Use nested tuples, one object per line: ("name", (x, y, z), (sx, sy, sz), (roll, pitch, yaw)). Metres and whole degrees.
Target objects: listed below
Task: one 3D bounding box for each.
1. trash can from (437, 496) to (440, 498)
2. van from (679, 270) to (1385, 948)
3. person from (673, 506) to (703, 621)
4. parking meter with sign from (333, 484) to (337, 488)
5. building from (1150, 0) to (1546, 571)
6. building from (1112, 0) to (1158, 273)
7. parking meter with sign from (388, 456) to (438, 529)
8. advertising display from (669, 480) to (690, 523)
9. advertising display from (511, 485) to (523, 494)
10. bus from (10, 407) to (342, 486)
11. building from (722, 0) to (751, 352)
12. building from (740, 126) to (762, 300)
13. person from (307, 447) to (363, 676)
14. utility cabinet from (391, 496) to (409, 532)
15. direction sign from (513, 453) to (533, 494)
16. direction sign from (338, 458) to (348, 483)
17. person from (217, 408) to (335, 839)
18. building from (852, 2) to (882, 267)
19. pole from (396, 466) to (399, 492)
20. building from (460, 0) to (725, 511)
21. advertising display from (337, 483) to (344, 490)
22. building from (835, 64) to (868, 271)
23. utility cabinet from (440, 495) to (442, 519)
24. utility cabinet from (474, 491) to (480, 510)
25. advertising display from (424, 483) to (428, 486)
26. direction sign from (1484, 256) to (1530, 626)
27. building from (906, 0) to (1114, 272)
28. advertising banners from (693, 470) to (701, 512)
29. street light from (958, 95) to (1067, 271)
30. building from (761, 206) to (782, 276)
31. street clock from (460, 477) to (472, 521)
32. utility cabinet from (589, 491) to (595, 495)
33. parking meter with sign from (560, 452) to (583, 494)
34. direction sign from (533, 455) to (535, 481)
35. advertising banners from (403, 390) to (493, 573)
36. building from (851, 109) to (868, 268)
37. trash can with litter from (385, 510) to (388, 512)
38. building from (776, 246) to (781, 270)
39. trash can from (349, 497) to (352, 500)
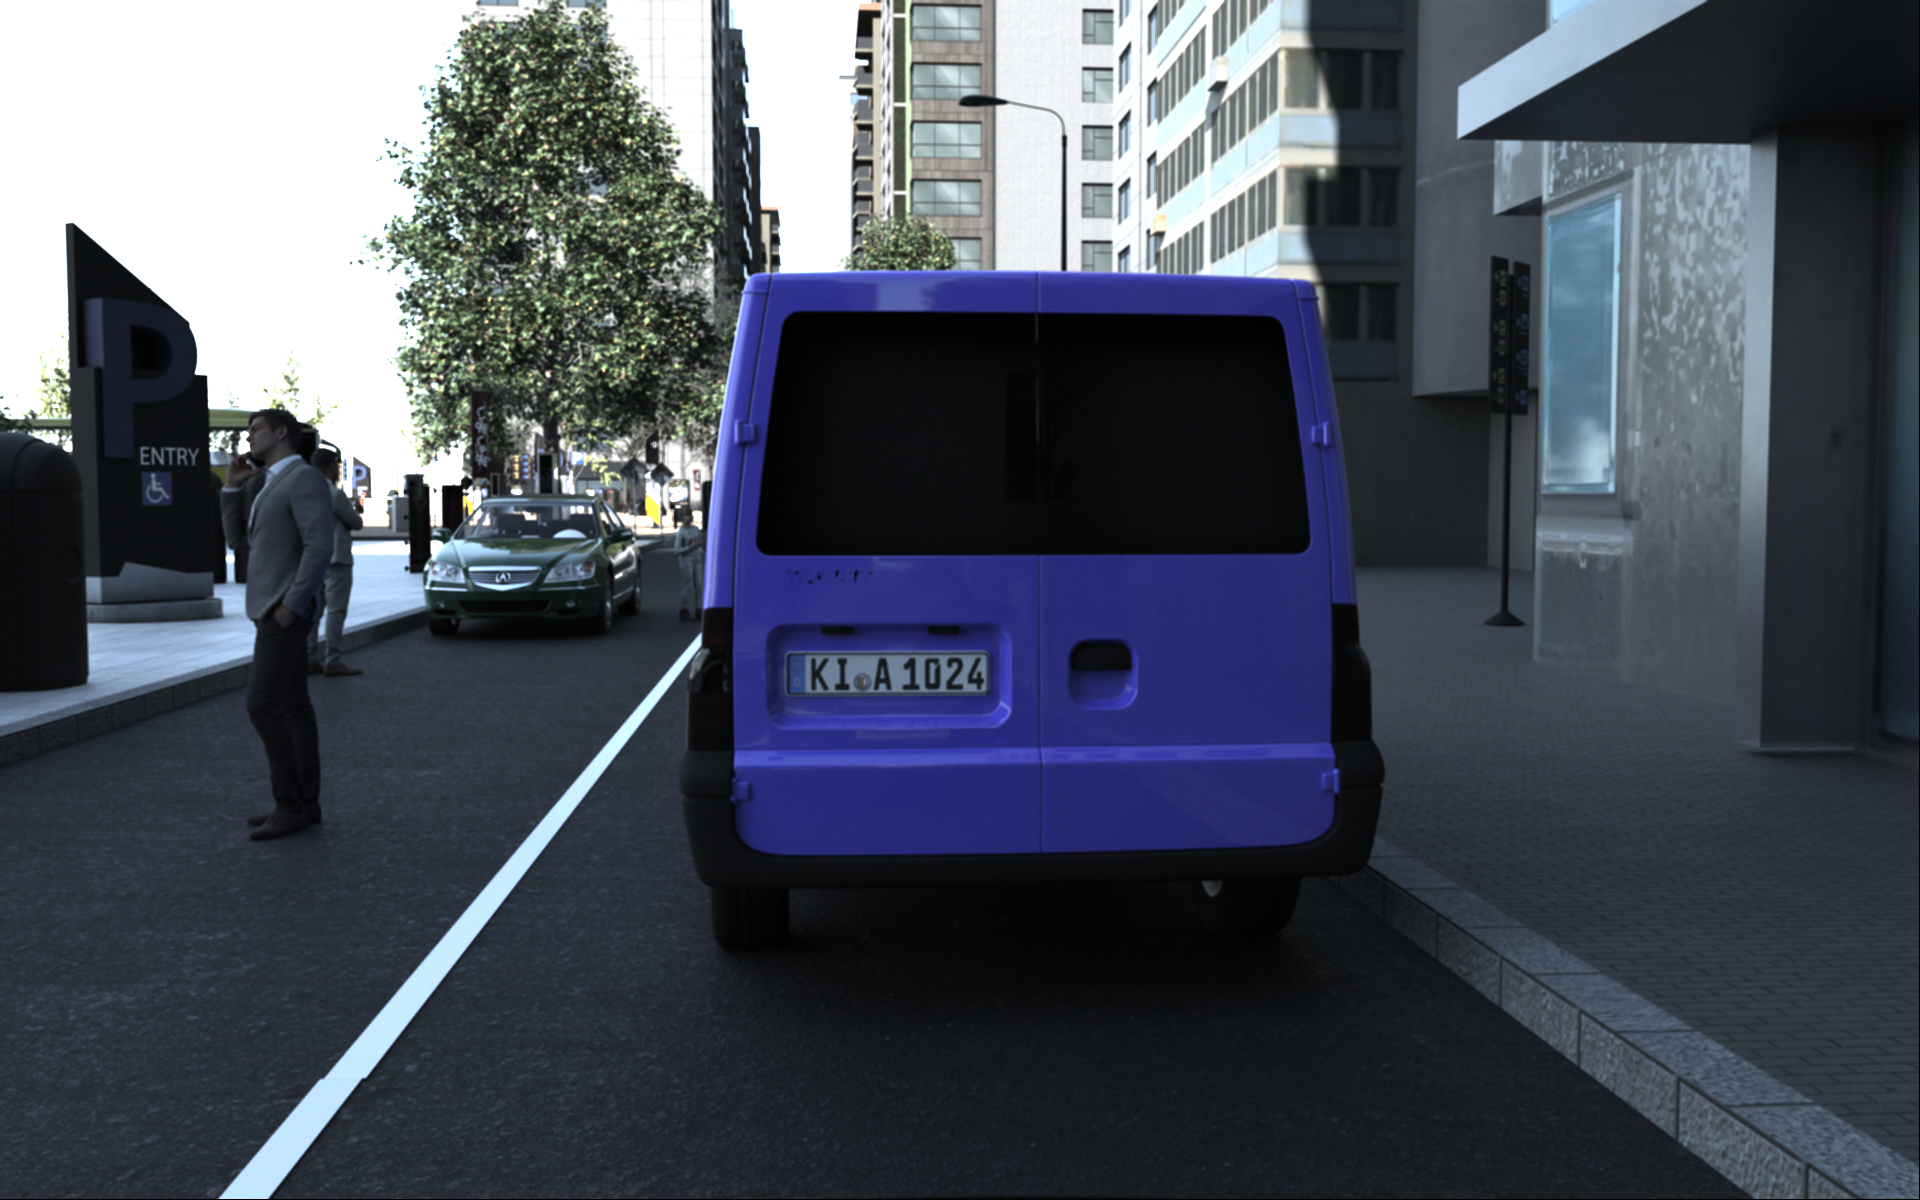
("trash can", (-36.370, -6.731, 121.702), (0.748, 1.137, 0.748), (0, 3, 0))
("van", (-0.027, -0.172, 7.193), (2.240, 2.365, 5.245), (0, 4, -5))
("person", (-3.023, -0.416, 19.588), (0.394, 1.301, 0.425), (1, 4, 20))
("parking meter with sign", (-35.426, -6.199, 97.606), (0.543, 3.016, 1.738), (1, 4, 11))
("building", (17.373, -21.030, 35.728), (32.217, 40.220, 23.993), (0, 4, -5))
("building", (3.283, -41.202, 111.904), (20.563, 71.187, 20.611), (0, 4, -5))
("parking meter with sign", (-20.284, -4.154, 64.173), (1.738, 3.016, 0.543), (-3, 4, -39))
("advertising display", (-12.603, -4.442, 77.837), (0.974, 1.923, 0.123), (1, 4, 19))
("advertising display", (-30.828, -7.058, 120.618), (0.974, 1.923, 0.123), (2, 4, 25))
("bus", (-24.310, -3.544, 49.498), (12.252, 3.916, 2.896), (0, 4, -4))
("building", (-31.171, -33.258, 163.378), (23.786, 49.044, 30.456), (0, 4, -5))
("building", (-28.565, -30.761, 186.530), (14.154, 41.232, 14.086), (0, 4, -5))
("person", (-4.979, -0.313, 13.796), (0.511, 1.800, 0.466), (1, 4, 19))
("utility cabinet", (-18.655, -2.896, 58.508), (0.306, 1.237, 1.020), (3, 5, 43))
("direction sign", (-24.358, -6.366, 96.086), (0.876, 3.537, 0.379), (0, 4, -1))
("direction sign", (-39.097, -7.199, 109.705), (0.876, 3.537, 0.379), (2, 4, 26))
("person", (-2.921, 0.077, 7.415), (0.473, 1.802, 0.592), (-1, 4, -19))
("building", (1.582, -30.661, 155.926), (22.147, 44.769, 28.867), (0, 4, -5))
("pole", (-40.130, -7.937, 123.607), (0.158, 3.312, 0.155), (0, 3, 0))
("building", (-27.126, -42.756, 137.312), (20.563, 71.187, 20.611), (0, 4, -5))
("advertising display", (-37.693, -6.120, 105.283), (0.974, 1.923, 0.123), (3, 5, 45))
("building", (-6.962, -43.018, 245.338), (21.231, 58.520, 28.212), (0, 4, -5))
("utility cabinet", (-26.295, -4.786, 89.408), (1.020, 1.237, 0.306), (-2, 4, -24))
("utility cabinet", (-29.791, -6.082, 108.112), (1.173, 1.500, 0.318), (2, 4, 28))
("advertising display", (-30.436, -5.642, 97.464), (0.974, 1.923, 0.123), (-1, 4, -15))
("direction sign", (5.335, -1.522, 16.875), (0.379, 3.537, 0.876), (3, 5, 40))
("building", (4.303, -19.065, 83.418), (14.160, 30.474, 14.107), (0, 4, -5))
("advertising banners", (-18.286, -7.902, 125.381), (2.074, 3.025, 0.090), (0, 4, 1))
("street light", (0.681, -2.925, 20.359), (1.470, 5.913, 1.316), (0, 4, -5))
("building", (-37.329, -36.700, 254.662), (22.147, 44.769, 28.867), (0, 4, -5))
("street clock", (-20.386, -4.097, 71.549), (0.471, 2.002, 0.358), (-2, 4, -27))
("utility cabinet", (-22.809, -6.033, 107.322), (0.318, 1.500, 1.173), (0, 4, -8))
("parking meter with sign", (-16.282, -4.619, 71.775), (0.543, 3.016, 1.738), (-3, 5, -40))
("direction sign", (-25.071, -6.692, 101.412), (0.876, 3.537, 0.379), (2, 4, 25))
("advertising banners", (-8.463, -1.994, 28.794), (0.090, 3.025, 2.074), (2, 4, 27))
("building", (-5.405, -33.520, 198.158), (14.600, 45.320, 14.200), (0, 4, -5))
("trash can with litter", (-38.897, -6.570, 118.804), (0.624, 1.170, 1.055), (3, 4, 38))
("building", (-35.720, -36.258, 276.408), (14.154, 41.232, 14.086), (0, 4, -5))
("trash can", (-30.931, -4.614, 87.093), (0.748, 1.137, 0.748), (0, 3, 0))
